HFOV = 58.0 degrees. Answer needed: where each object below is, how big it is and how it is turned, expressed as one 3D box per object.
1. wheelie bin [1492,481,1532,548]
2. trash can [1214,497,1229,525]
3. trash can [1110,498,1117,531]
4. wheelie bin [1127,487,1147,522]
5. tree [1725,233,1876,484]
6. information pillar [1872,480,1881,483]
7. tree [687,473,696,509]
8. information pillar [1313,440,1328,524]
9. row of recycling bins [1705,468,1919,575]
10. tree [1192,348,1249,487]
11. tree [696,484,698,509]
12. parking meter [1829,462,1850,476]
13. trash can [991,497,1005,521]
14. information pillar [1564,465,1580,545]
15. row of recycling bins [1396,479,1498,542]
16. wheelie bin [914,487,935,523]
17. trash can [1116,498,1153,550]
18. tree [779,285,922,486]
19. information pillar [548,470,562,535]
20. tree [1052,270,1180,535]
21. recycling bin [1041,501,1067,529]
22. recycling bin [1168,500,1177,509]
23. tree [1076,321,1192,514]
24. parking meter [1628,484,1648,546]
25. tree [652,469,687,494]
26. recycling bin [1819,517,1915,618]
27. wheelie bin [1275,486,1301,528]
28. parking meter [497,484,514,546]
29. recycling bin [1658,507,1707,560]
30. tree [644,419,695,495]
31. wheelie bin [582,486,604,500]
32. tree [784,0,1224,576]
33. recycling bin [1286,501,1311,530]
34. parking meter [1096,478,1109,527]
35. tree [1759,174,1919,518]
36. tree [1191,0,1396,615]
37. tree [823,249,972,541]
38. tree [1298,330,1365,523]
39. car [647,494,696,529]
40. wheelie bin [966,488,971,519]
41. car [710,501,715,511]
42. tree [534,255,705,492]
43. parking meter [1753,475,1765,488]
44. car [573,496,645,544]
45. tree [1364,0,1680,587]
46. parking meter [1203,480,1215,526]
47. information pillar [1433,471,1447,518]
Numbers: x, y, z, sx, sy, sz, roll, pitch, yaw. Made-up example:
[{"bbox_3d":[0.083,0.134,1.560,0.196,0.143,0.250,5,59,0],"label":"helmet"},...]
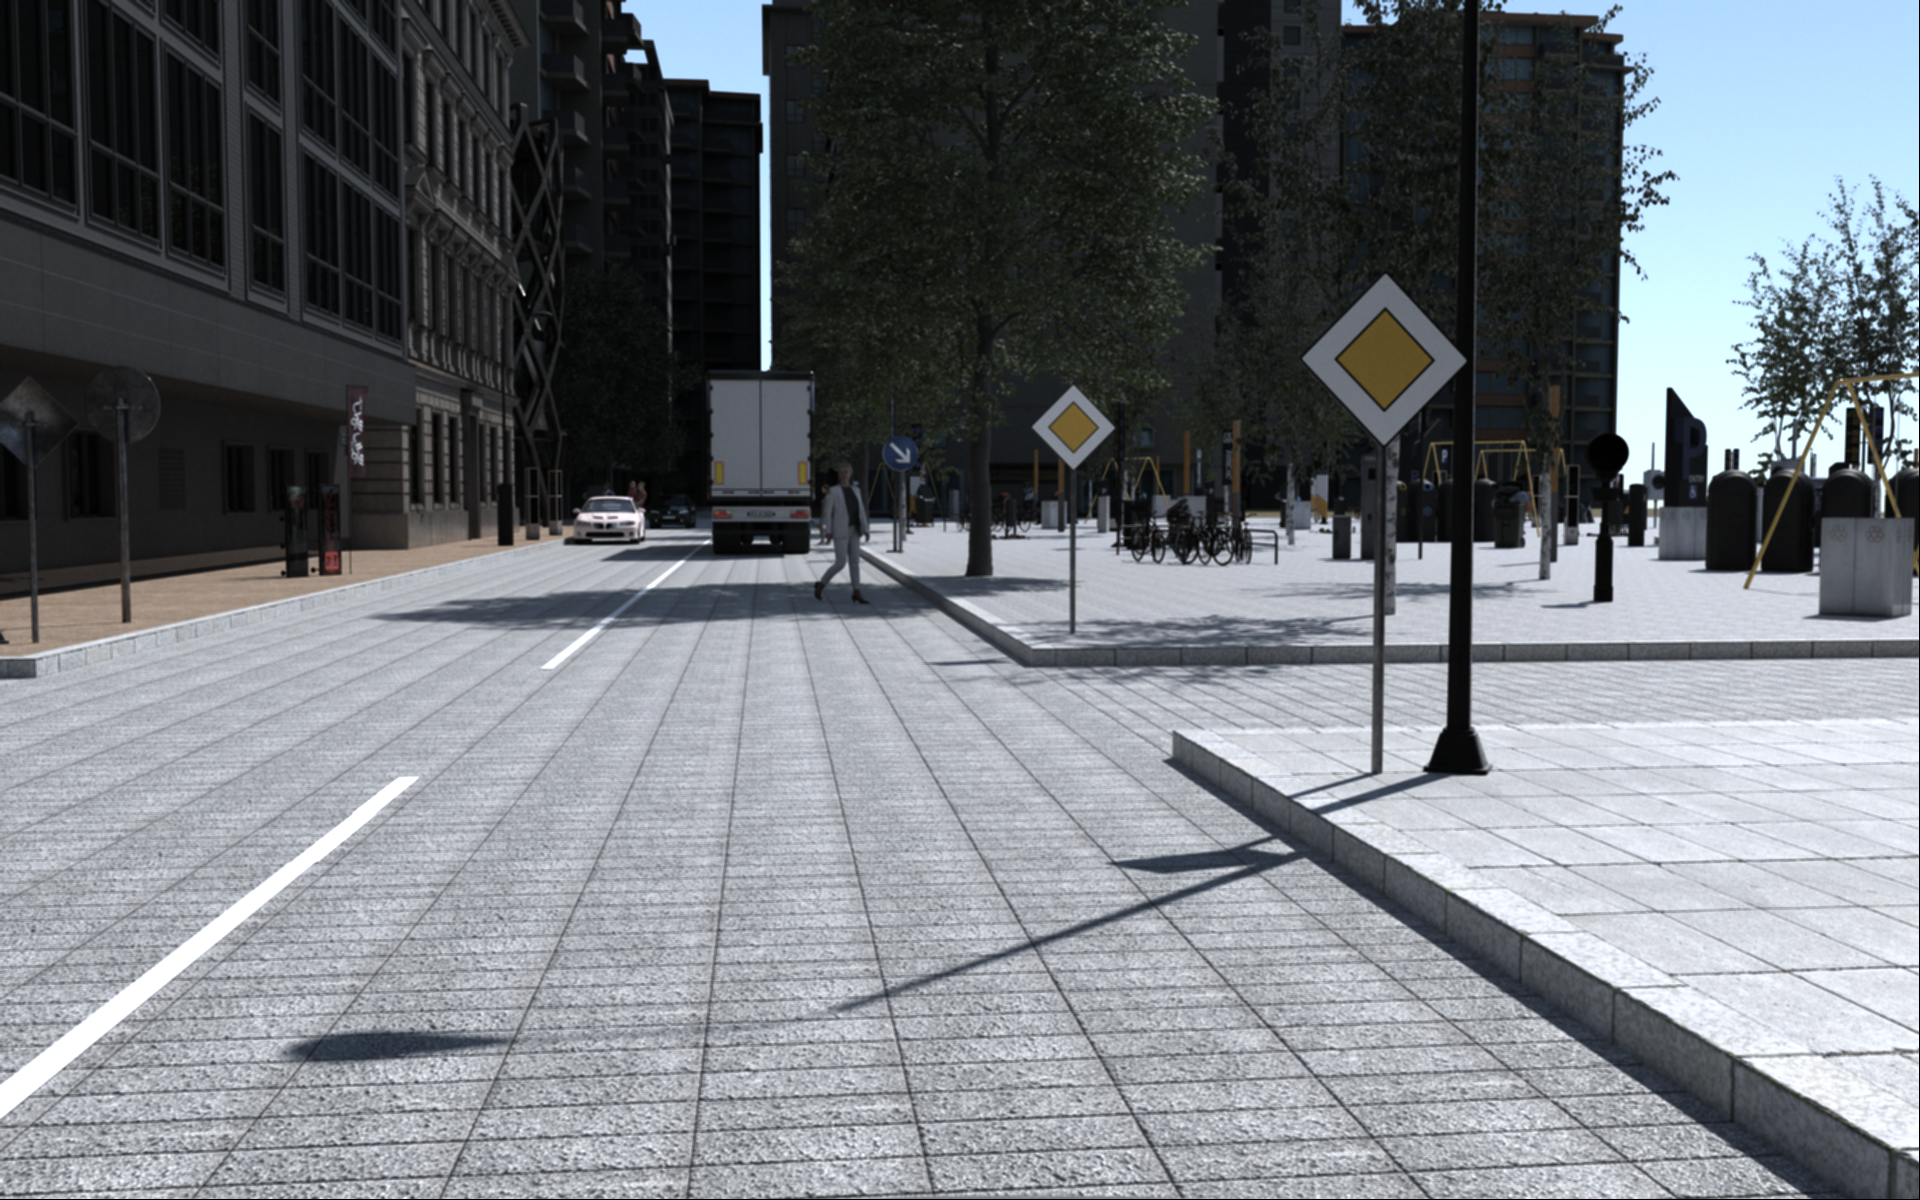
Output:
[{"bbox_3d":[13.160,-2.049,41.414,0.980,1.594,0.693,2,4,33],"label":"wheelie bin"},{"bbox_3d":[10.989,-3.747,72.925,0.748,1.137,0.748,0,3,0],"label":"trash can"},{"bbox_3d":[5.327,-2.938,59.693,0.748,1.137,0.748,0,3,0],"label":"trash can"},{"bbox_3d":[8.241,-4.452,80.698,0.980,1.594,0.693,-1,4,-12],"label":"wheelie bin"},{"bbox_3d":[24.117,-6.096,50.037,4.737,8.622,4.395,0,3,0],"label":"tree"},{"bbox_3d":[48.174,-5.299,91.127,0.304,2.012,0.304,-3,4,-36],"label":"information pillar"},{"bbox_3d":[-21.808,-8.569,134.712,1.663,3.219,1.824,0,3,0],"label":"tree"},{"bbox_3d":[15.547,-5.071,74.260,0.504,3.616,0.183,2,4,27],"label":"information pillar"},{"bbox_3d":[14.140,-1.306,28.471,3.534,1.692,1.069,3,4,36],"label":"row of recycling bins"},{"bbox_3d":[12.406,-8.327,86.510,4.737,8.622,4.395,0,3,0],"label":"tree"},{"bbox_3d":[-23.893,-9.738,153.817,1.663,3.219,1.824,0,3,0],"label":"tree"},{"bbox_3d":[16.201,-1.606,31.965,0.255,1.863,0.399,0,4,8],"label":"parking meter"},{"bbox_3d":[1.672,-4.083,78.414,0.748,1.137,0.748,0,3,0],"label":"trash can"},{"bbox_3d":[15.402,-2.393,43.610,0.304,2.012,0.304,0,4,7],"label":"information pillar"},{"bbox_3d":[12.814,-2.418,46.649,3.534,1.692,1.069,-1,4,-11],"label":"row of recycling bins"},{"bbox_3d":[-1.599,-4.157,75.871,0.980,1.594,0.693,-2,4,-32],"label":"wheelie bin"},{"bbox_3d":[4.102,-1.748,40.235,0.748,1.137,0.748,0,3,0],"label":"trash can"},{"bbox_3d":[-4.865,-8.470,72.896,7.601,10.594,8.767,-1,4,-20],"label":"tree"},{"bbox_3d":[-12.574,-3.017,53.819,0.304,2.012,0.304,1,4,18],"label":"information pillar"},{"bbox_3d":[5.108,-6.354,54.244,4.360,8.622,3.978,0,3,0],"label":"tree"},{"bbox_3d":[3.446,-3.111,63.424,0.722,1.027,0.722,-2,4,-24],"label":"recycling bin"},{"bbox_3d":[9.962,-4.055,78.852,0.722,1.027,0.722,3,5,41],"label":"recycling bin"},{"bbox_3d":[6.655,-7.250,68.896,4.737,8.622,4.395,0,3,0],"label":"tree"},{"bbox_3d":[16.726,-2.104,42.810,0.372,1.533,0.369,0,3,0],"label":"parking meter"},{"bbox_3d":[-20.471,-7.729,120.978,1.663,3.219,1.824,0,3,0],"label":"tree"},{"bbox_3d":[9.640,-0.359,18.417,0.722,1.027,0.722,-3,5,-45],"label":"recycling bin"},{"bbox_3d":[12.528,-3.569,66.254,0.980,1.594,0.693,1,4,9],"label":"wheelie bin"},{"bbox_3d":[-11.314,-2.122,43.099,0.372,1.533,0.369,0,3,0],"label":"parking meter"},{"bbox_3d":[14.218,-1.310,33.972,0.722,1.027,0.722,0,4,-7],"label":"recycling bin"},{"bbox_3d":[-21.629,-10.742,125.995,4.737,8.622,4.395,0,3,0],"label":"tree"},{"bbox_3d":[-14.101,-3.610,66.929,0.980,1.594,0.693,-1,4,-10],"label":"wheelie bin"},{"bbox_3d":[0.622,-6.665,27.105,7.486,12.596,7.792,0,3,0],"label":"tree"},{"bbox_3d":[12.288,-3.078,62.880,0.722,1.027,0.722,-1,4,-10],"label":"recycling bin"},{"bbox_3d":[5.319,-3.604,64.639,0.399,1.863,0.255,-1,4,-18],"label":"parking meter"},{"bbox_3d":[20.641,-5.427,39.094,4.360,8.622,3.978,0,3,0],"label":"tree"},{"bbox_3d":[4.562,-4.165,18.463,4.360,8.622,3.978,0,3,0],"label":"tree"},{"bbox_3d":[-1.549,-5.906,46.933,4.737,8.622,4.395,0,3,0],"label":"tree"},{"bbox_3d":[16.092,-7.730,76.748,4.737,8.622,4.395,0,3,0],"label":"tree"},{"bbox_3d":[-12.045,-3.844,72.633,2.009,1.686,4.222,0,4,-5],"label":"car"},{"bbox_3d":[0.780,-4.811,86.569,0.980,1.594,0.693,0,4,2],"label":"wheelie bin"},{"bbox_3d":[-20.255,-8.494,147.557,2.281,1.827,5.304,0,4,-8],"label":"car"},{"bbox_3d":[-17.033,-10.189,83.591,9.611,12.733,9.660,0,3,0],"label":"tree"},{"bbox_3d":[24.494,-2.909,53.268,0.399,1.863,0.255,0,4,7],"label":"parking meter"},{"bbox_3d":[-10.289,-2.363,51.000,2.083,1.381,4.827,0,4,-7],"label":"car"},{"bbox_3d":[8.558,-4.614,25.797,4.360,8.622,3.978,0,3,0],"label":"tree"},{"bbox_3d":[10.073,-3.935,70.050,0.399,1.863,0.255,-2,4,-26],"label":"parking meter"},{"bbox_3d":[14.971,-3.034,54.103,0.304,2.012,0.304,-2,4,-25],"label":"information pillar"}]
